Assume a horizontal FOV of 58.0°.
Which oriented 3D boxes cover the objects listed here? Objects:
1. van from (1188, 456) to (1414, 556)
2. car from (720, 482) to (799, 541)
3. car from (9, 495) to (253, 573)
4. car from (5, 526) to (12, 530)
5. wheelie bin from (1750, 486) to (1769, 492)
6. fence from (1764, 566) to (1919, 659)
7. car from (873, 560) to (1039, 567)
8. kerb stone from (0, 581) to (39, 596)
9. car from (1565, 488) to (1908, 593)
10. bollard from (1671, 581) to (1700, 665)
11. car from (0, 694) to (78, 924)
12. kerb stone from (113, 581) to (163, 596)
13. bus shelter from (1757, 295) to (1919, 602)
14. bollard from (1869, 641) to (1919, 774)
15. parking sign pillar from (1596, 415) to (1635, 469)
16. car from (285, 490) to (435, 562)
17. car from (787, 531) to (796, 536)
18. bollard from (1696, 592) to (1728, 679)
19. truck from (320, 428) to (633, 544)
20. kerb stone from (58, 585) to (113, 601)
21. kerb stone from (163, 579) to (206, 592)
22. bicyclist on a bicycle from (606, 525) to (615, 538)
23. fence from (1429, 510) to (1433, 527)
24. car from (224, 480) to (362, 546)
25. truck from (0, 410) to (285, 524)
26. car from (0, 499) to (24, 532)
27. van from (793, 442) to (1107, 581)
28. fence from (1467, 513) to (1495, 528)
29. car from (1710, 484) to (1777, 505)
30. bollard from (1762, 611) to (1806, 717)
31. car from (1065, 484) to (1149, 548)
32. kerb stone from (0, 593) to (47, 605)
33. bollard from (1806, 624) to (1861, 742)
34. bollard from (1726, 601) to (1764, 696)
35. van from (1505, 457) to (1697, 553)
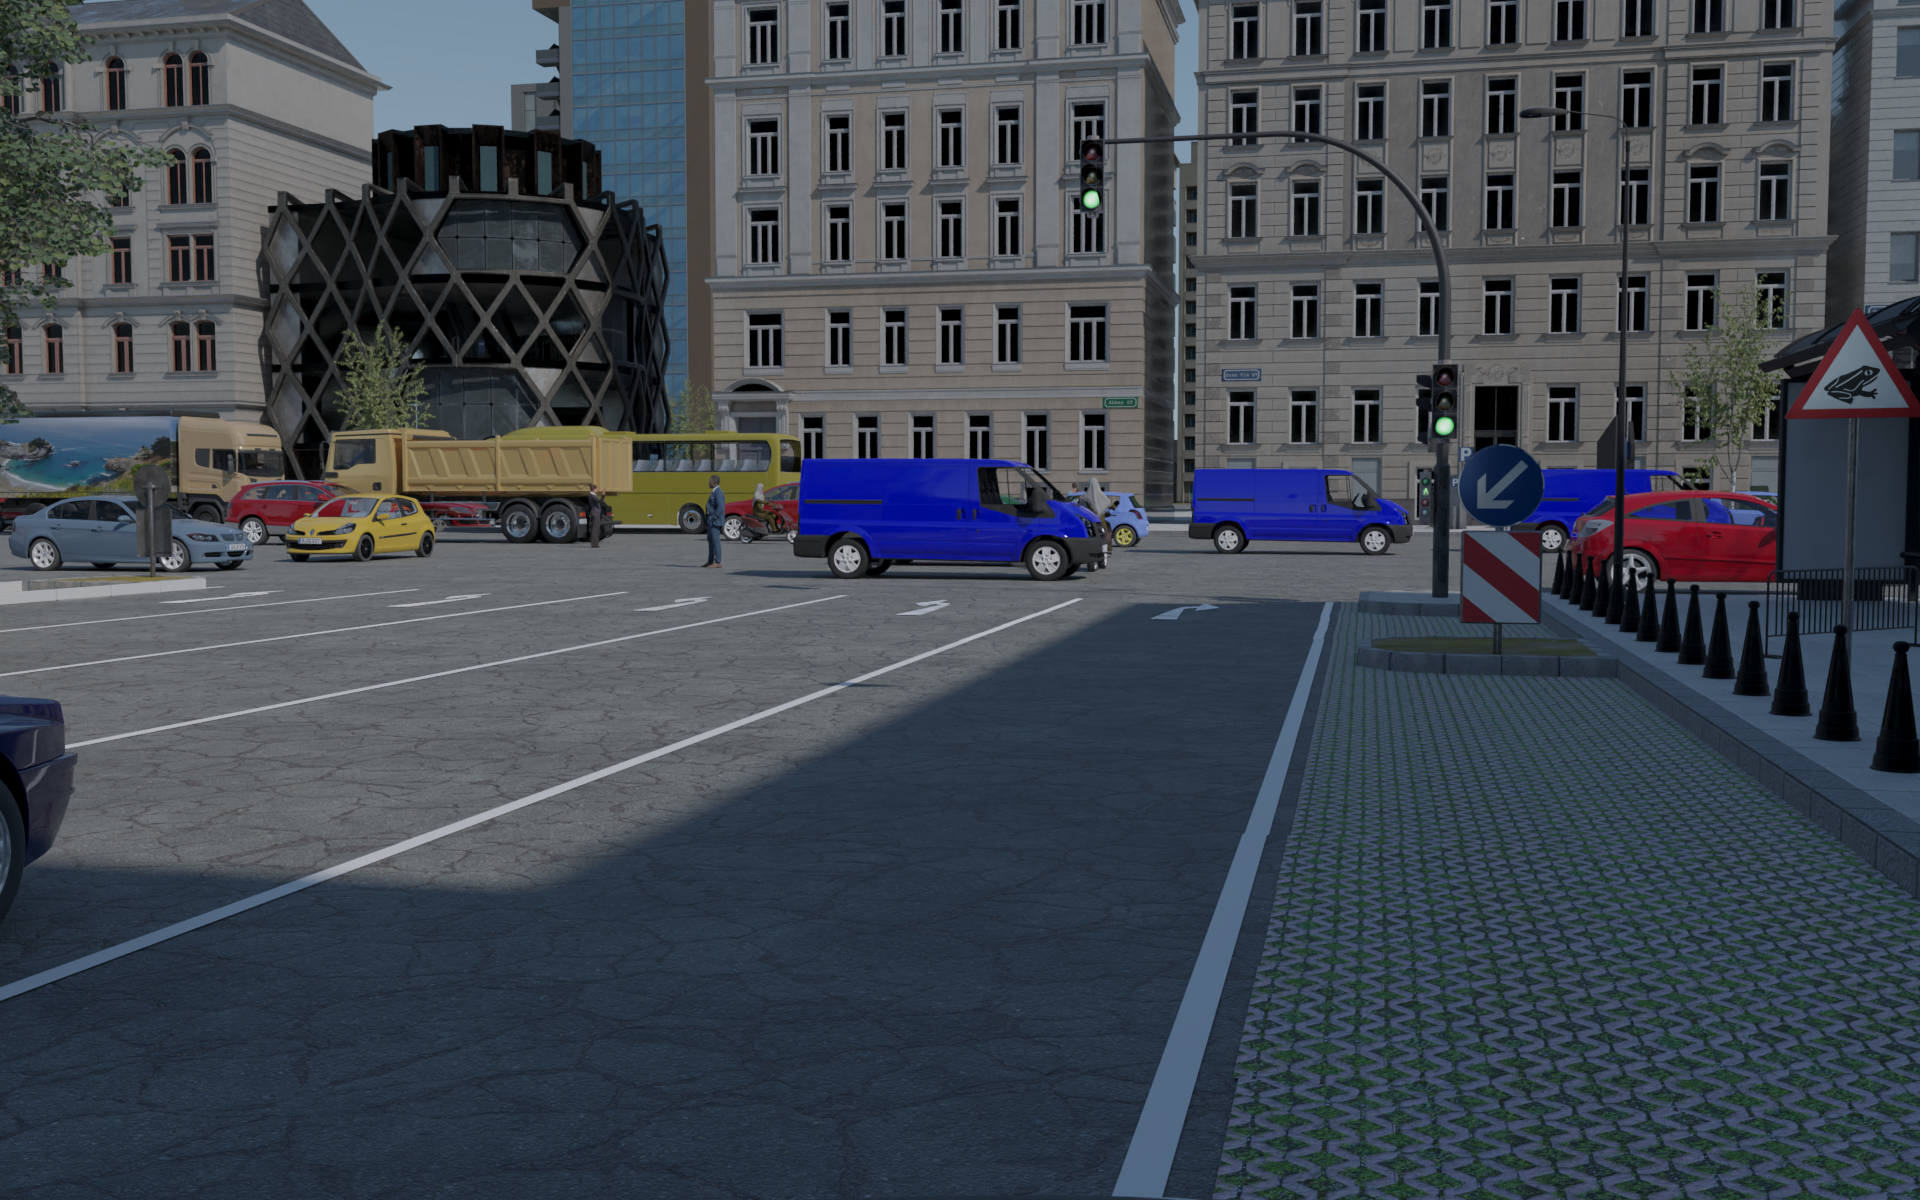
[{"bbox_3d":[8.173,-2.271,41.515,5.245,2.365,2.240,1,4,15],"label":"van"},{"bbox_3d":[-5.050,-2.720,53.148,5.304,1.827,2.281,1,4,14],"label":"car"},{"bbox_3d":[-15.610,-1.265,32.681,4.499,1.417,2.014,1,4,13],"label":"car"},{"bbox_3d":[-36.590,-3.644,69.365,4.222,1.686,2.009,1,4,14],"label":"car"},{"bbox_3d":[30.028,-3.504,65.195,0.980,1.594,0.693,1,4,13],"label":"wheelie bin"},{"bbox_3d":[7.182,0.080,14.061,2.069,0.683,0.278,-2,4,-30],"label":"fence"},{"bbox_3d":[0.044,-1.421,35.027,4.920,1.459,2.131,1,4,13],"label":"car"},{"bbox_3d":[-13.873,-0.183,25.205,0.120,0.150,1.000,1,4,13],"label":"kerb stone"},{"bbox_3d":[10.967,-0.950,24.571,4.494,1.783,2.155,1,4,15],"label":"car"},{"bbox_3d":[5.543,0.181,13.083,0.229,0.601,0.229,0,3,0],"label":"bollard"},{"bbox_3d":[-4.148,0.505,4.322,1.945,1.354,3.894,1,4,11],"label":"car"},{"bbox_3d":[-11.822,-0.156,24.753,0.120,0.150,1.000,1,4,13],"label":"kerb stone"},{"bbox_3d":[10.092,-1.492,18.321,2.014,3.302,5.546,1,4,13],"label":"bus shelter"},{"bbox_3d":[4.362,0.489,8.042,0.229,0.601,0.229,0,3,0],"label":"bollard"},{"bbox_3d":[22.402,-4.350,59.596,1.447,3.967,1.447,0,4,-7],"label":"parking sign pillar"},{"bbox_3d":[-13.126,-1.695,37.936,2.015,1.641,3.980,1,4,12],"label":"car"},{"bbox_3d":[-3.577,-2.710,56.100,4.920,1.459,2.131,1,4,13],"label":"car"},{"bbox_3d":[5.304,0.242,12.084,0.229,0.601,0.229,0,3,0],"label":"bollard"},{"bbox_3d":[-14.757,-3.400,51.522,9.791,3.379,3.469,1,4,13],"label":"truck"},{"bbox_3d":[-12.059,-0.093,23.752,0.120,0.150,1.000,1,4,13],"label":"kerb stone"},{"bbox_3d":[-11.594,-0.218,25.757,0.120,0.150,1.000,1,4,13],"label":"kerb stone"},{"bbox_3d":[-11.997,-2.834,56.350,1.625,1.676,1.499,1,4,11],"label":"bicyclist on a bicycle"},{"bbox_3d":[18.138,-3.069,65.560,0.278,0.683,2.069,0,4,-5],"label":"fence"},{"bbox_3d":[-17.963,-2.447,48.680,5.304,1.827,2.281,1,4,12],"label":"car"},{"bbox_3d":[-27.973,-4.296,59.151,11.283,4.237,2.839,1,4,15],"label":"truck"},{"bbox_3d":[-34.270,-3.445,64.992,5.304,1.827,2.281,1,4,13],"label":"car"},{"bbox_3d":[-0.113,-1.544,29.622,5.245,2.365,2.240,1,4,12],"label":"van"},{"bbox_3d":[19.517,-3.321,65.497,2.264,1.192,0.480,-3,5,-41],"label":"fence"},{"bbox_3d":[20.958,-2.180,45.226,3.694,1.707,1.945,1,4,13],"label":"car"},{"bbox_3d":[4.839,0.365,10.073,0.229,0.601,0.229,0,3,0],"label":"bollard"},{"bbox_3d":[3.317,-2.315,47.441,3.694,1.707,1.945,1,4,12],"label":"car"},{"bbox_3d":[-12.296,-0.033,22.745,0.120,0.150,1.000,1,4,13],"label":"kerb stone"},{"bbox_3d":[4.598,0.427,9.061,0.229,0.601,0.229,0,3,0],"label":"bollard"},{"bbox_3d":[5.071,0.304,11.076,0.229,0.601,0.229,0,3,0],"label":"bollard"},{"bbox_3d":[16.081,-2.316,42.255,5.245,2.365,2.240,1,4,14],"label":"van"}]
